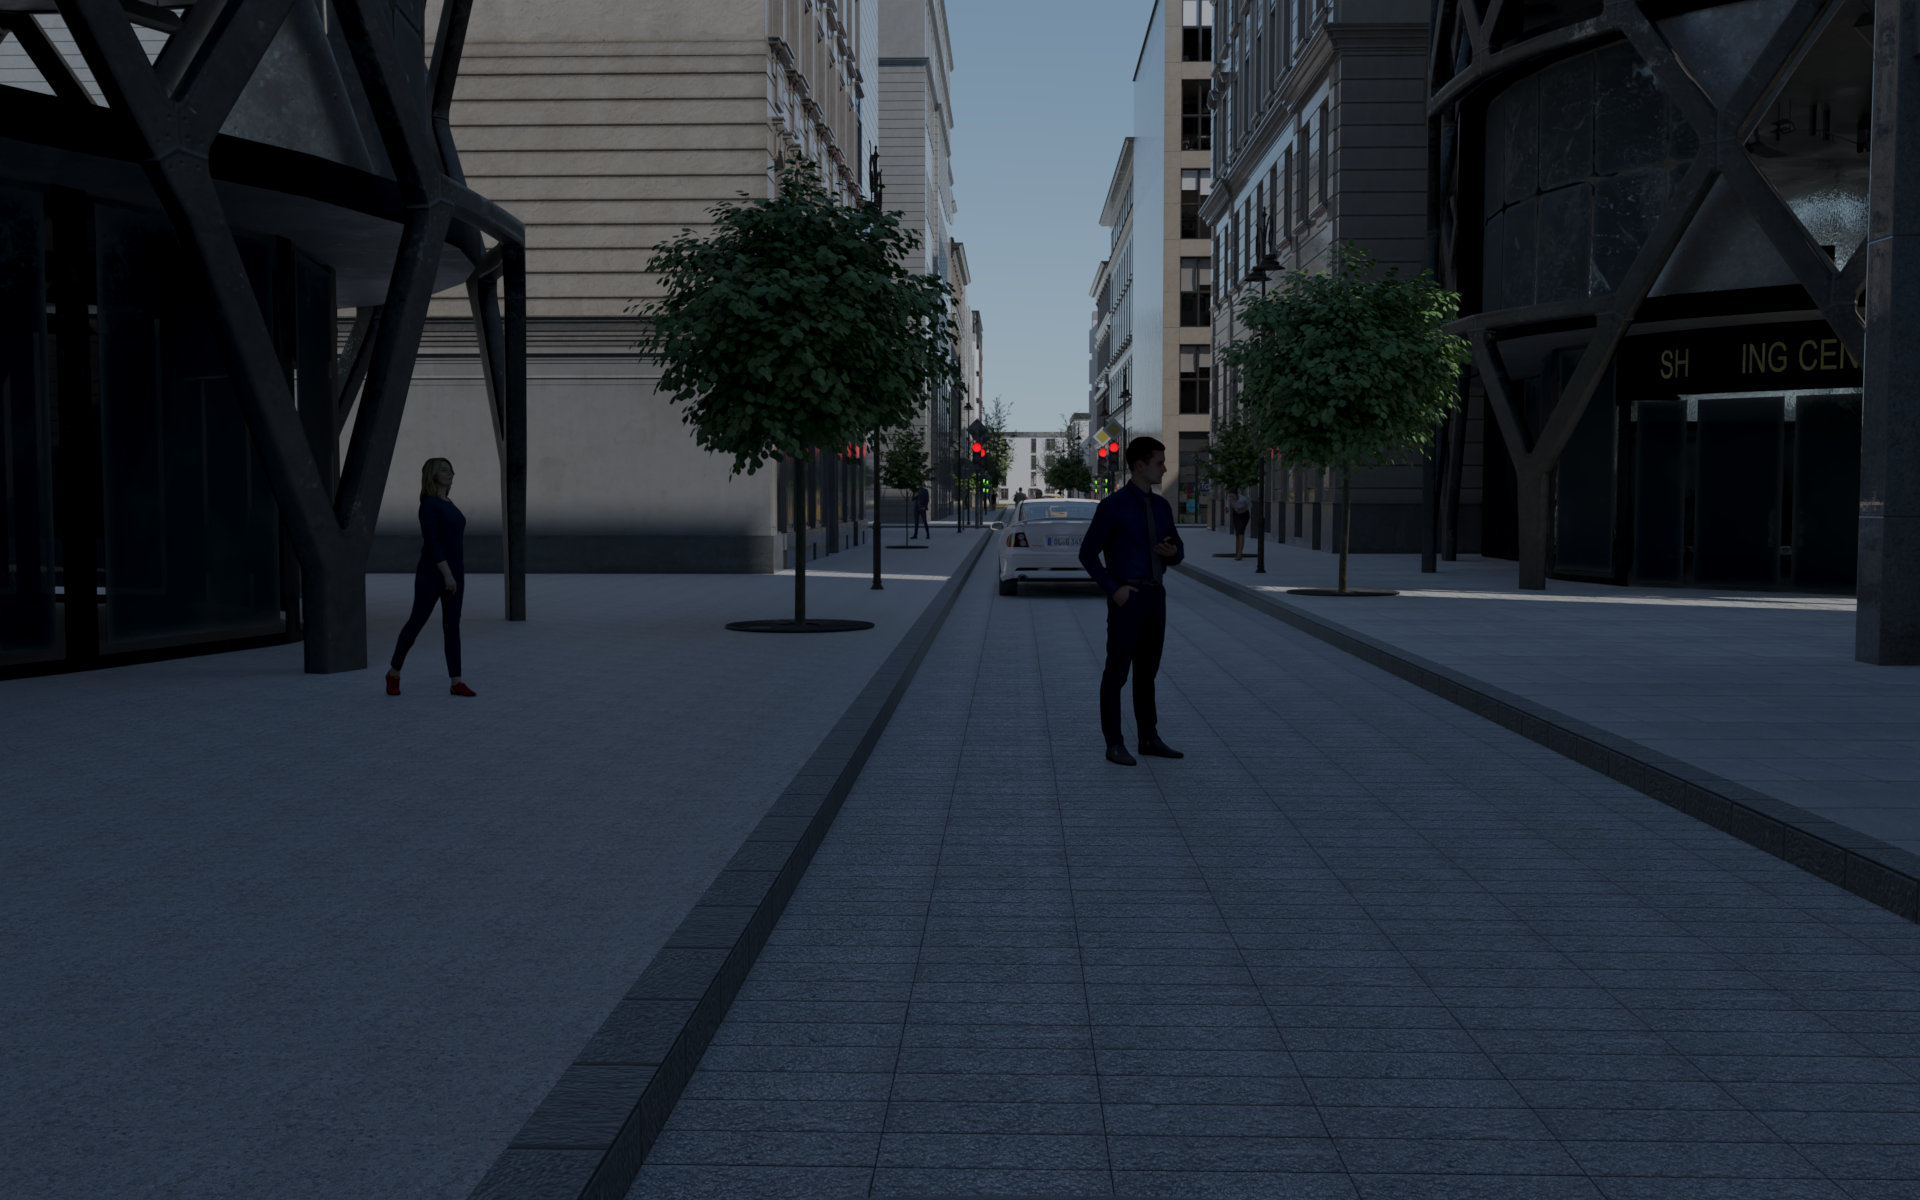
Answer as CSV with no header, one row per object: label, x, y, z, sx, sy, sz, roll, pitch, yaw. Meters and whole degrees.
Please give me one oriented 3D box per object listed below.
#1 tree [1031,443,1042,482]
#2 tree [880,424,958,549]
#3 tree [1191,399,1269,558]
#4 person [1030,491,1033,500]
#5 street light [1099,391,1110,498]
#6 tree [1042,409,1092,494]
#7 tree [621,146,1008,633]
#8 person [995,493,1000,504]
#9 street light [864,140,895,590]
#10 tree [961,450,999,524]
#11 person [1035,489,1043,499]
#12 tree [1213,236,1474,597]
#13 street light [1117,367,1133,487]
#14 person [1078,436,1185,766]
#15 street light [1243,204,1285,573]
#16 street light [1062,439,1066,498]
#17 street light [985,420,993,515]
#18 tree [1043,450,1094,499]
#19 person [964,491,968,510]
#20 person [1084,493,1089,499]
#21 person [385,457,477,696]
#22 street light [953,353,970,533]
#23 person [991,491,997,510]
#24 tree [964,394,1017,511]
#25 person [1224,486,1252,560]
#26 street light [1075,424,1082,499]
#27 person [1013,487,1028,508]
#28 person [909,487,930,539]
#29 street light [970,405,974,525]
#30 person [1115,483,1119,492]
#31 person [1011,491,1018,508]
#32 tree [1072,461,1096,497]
tree,11.323,-16.724,223.793,4.360,8.622,3.978,0,3,0
tree,-1.139,-2.837,40.987,1.663,3.219,1.824,0,3,0
tree,5.525,-2.490,35.311,1.663,3.219,1.824,0,3,0
person,7.901,-11.153,191.524,0.621,1.740,0.551,1,4,9
street light,6.482,-6.429,77.895,0.468,5.910,1.993,0,4,2
tree,9.543,-12.223,150.205,4.360,8.622,3.978,0,3,0
tree,-1.624,-2.007,16.532,4.285,4.588,4.351,0,3,0
person,3.202,-9.326,159.305,1.217,1.735,0.721,-3,5,-43
street light,-1.116,-3.079,23.130,0.468,5.910,1.993,0,4,2
tree,0.505,-4.947,75.485,1.663,3.219,1.824,0,3,0
person,1.970,-1.901,41.792,0.569,1.553,0.471,2,4,28
tree,4.865,-2.352,22.166,4.285,4.588,4.351,0,3,0
street light,5.985,-5.515,62.960,0.468,5.910,1.993,0,4,2
person,0.988,-0.003,9.261,0.504,1.737,0.576,3,5,41
street light,4.889,-3.376,27.985,0.468,5.910,1.993,0,4,2
street light,8.736,-10.600,146.104,0.468,5.910,1.993,0,4,2
street light,1.601,-8.170,106.371,0.468,5.910,1.993,0,4,2
tree,8.153,-8.825,128.009,4.285,4.588,4.351,0,3,0
person,0.419,-8.183,141.705,0.662,1.594,0.647,0,4,1
person,9.305,-7.385,127.458,0.621,1.740,0.551,-2,4,-34
person,-3.379,-0.148,11.003,0.613,1.512,0.480,0,4,-5
street light,-0.020,-5.157,57.111,0.468,5.910,1.993,0,4,2
person,2.656,-7.676,133.761,0.569,1.553,0.471,3,5,42
tree,2.257,-10.878,128.210,4.737,8.622,4.395,0,3,0
person,5.331,-1.480,33.433,0.628,1.438,0.799,0,4,-3
street light,7.658,-8.507,111.874,0.468,5.910,1.993,0,4,2
person,2.554,-3.883,72.807,0.655,1.722,0.431,1,4,14
person,-1.139,-2.594,49.367,0.541,1.710,0.530,2,4,35
street light,0.354,-6.071,72.052,0.468,5.910,1.993,0,4,2
person,6.932,-4.200,75.251,0.750,1.759,0.617,3,4,38
person,5.883,-10.543,181.584,1.217,1.736,0.721,2,4,25
tree,7.417,-6.515,101.120,1.663,3.219,1.824,0,3,0
